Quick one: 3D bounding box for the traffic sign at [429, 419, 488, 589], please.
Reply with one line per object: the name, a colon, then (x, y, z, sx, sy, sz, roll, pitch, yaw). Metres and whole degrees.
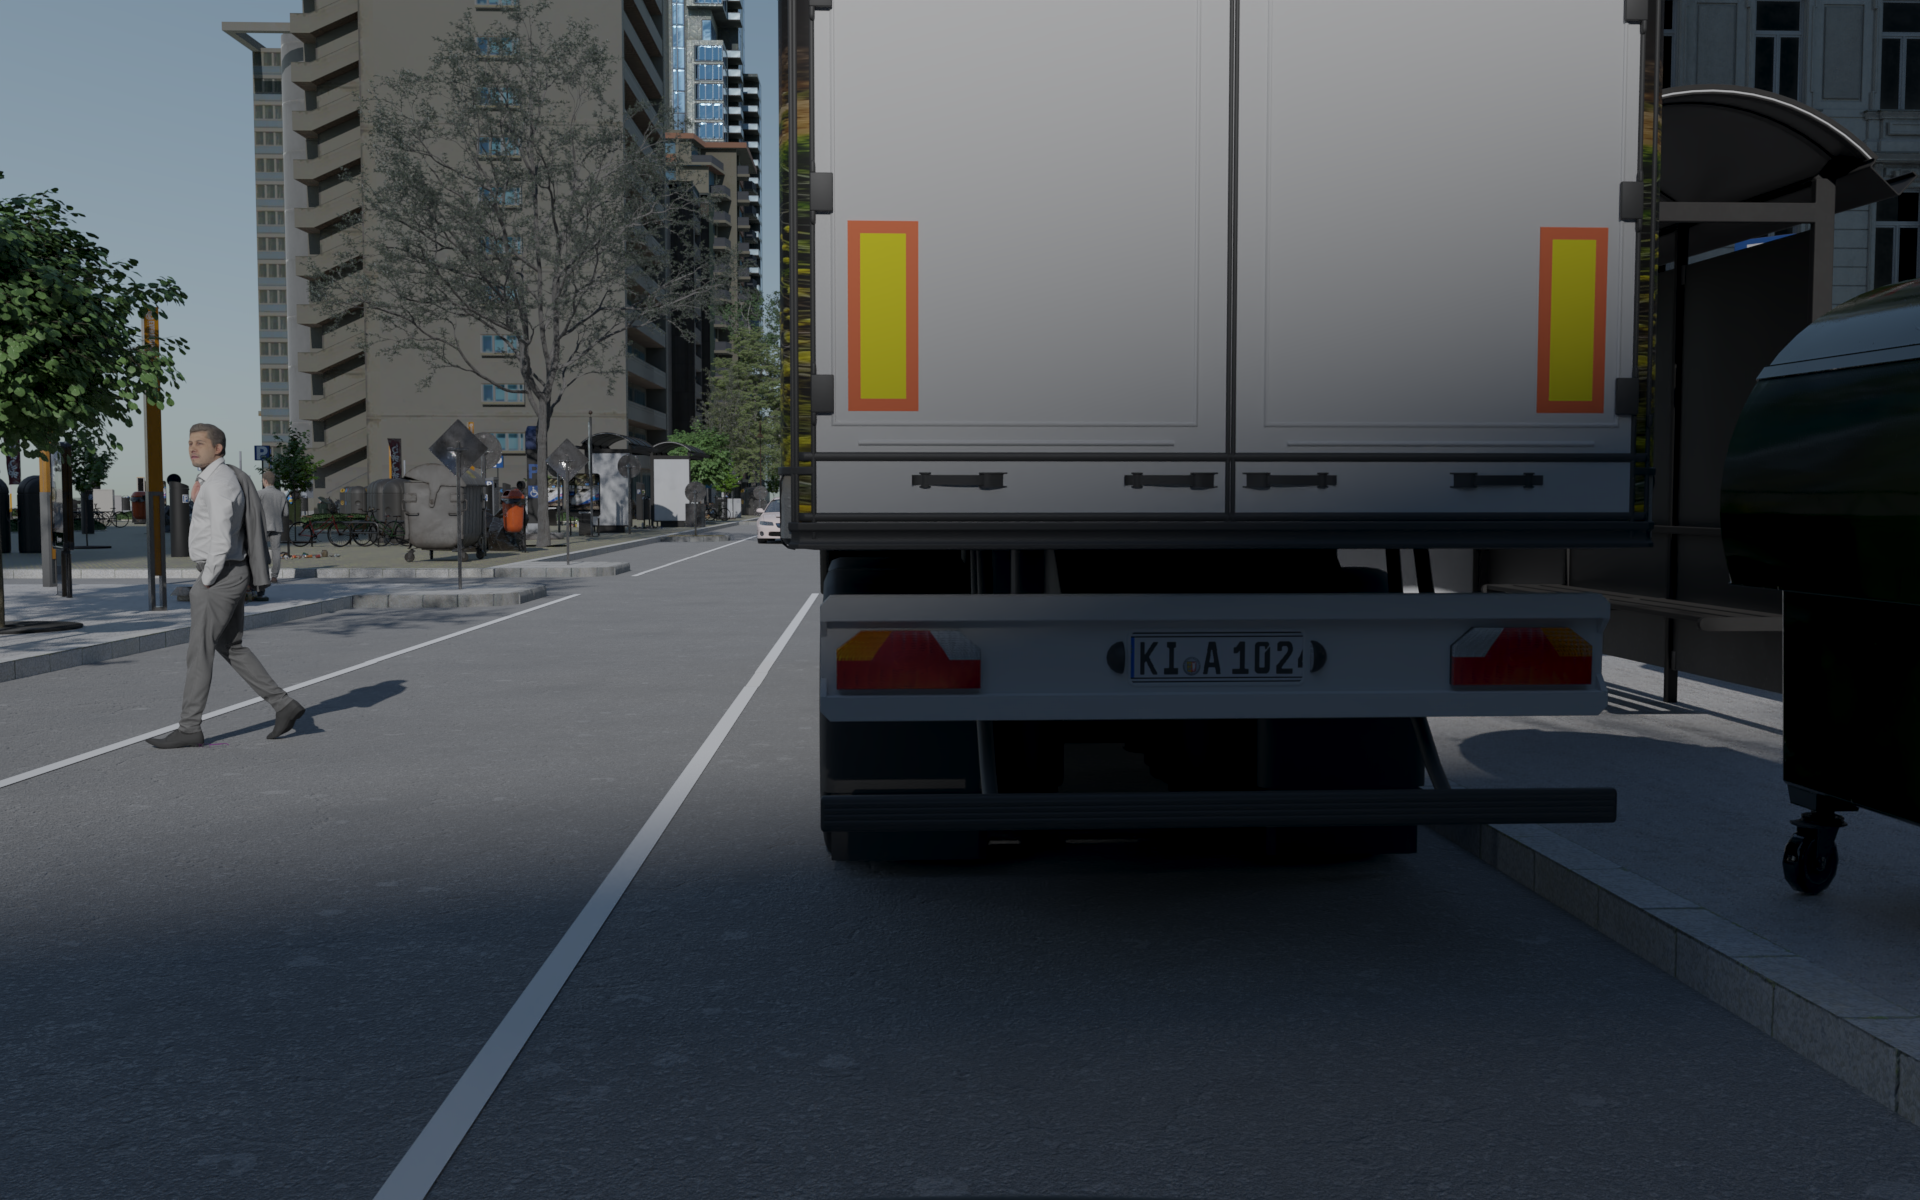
traffic sign: (-6.735, -1.201, 23.286, 0.795, 2.450, 0.064, 0, 4, -2)

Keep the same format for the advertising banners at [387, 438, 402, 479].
advertising banners: (-17.287, -3.594, 54.952, 0.090, 3.025, 2.074, 2, 4, 34)

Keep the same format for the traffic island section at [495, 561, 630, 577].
traffic island section: (-7.107, -0.553, 31.324, 2.009, 0.180, 2.903, 0, 4, -2)

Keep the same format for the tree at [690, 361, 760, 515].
tree: (-13.232, -8.940, 96.539, 4.360, 8.622, 3.978, 0, 3, 0)

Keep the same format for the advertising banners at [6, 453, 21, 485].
advertising banners: (-26.981, -3.333, 50.681, 2.074, 3.025, 0.090, 0, 4, 5)

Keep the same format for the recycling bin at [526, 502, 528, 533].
recycling bin: (-14.184, -2.671, 56.225, 0.722, 1.027, 0.722, 0, 4, 6)

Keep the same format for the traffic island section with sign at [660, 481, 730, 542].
traffic island section with sign: (-8.073, -2.715, 53.011, 1.989, 1.847, 2.006, 0, 4, -2)

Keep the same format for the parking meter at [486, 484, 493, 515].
parking meter: (-11.956, -2.153, 43.617, 0.372, 1.533, 0.369, 0, 3, 0)

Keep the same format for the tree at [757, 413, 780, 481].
tree: (-16.833, -16.208, 182.015, 9.611, 12.733, 9.660, 0, 3, 0)

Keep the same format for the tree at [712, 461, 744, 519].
tree: (-11.978, -5.724, 88.196, 1.663, 3.219, 1.824, 0, 3, 0)

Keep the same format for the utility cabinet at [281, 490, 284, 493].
utility cabinet: (-38.832, -5.543, 99.311, 1.173, 1.500, 0.318, 2, 4, 24)

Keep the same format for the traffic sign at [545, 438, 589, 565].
traffic sign: (-7.084, -1.689, 31.263, 0.795, 2.450, 0.064, 0, 4, -2)

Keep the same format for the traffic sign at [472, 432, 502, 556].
traffic sign: (-9.836, -2.181, 35.757, 0.768, 2.556, 0.104, 0, 4, -2)

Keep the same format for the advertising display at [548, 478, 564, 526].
advertising display: (-16.486, -3.961, 69.984, 0.974, 1.923, 0.123, 1, 4, 9)

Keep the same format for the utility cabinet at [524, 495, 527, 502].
utility cabinet: (-23.447, -5.138, 95.175, 1.020, 1.237, 0.306, -1, 4, -9)

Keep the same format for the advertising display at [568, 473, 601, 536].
advertising display: (-11.594, -2.952, 53.474, 0.974, 1.923, 0.123, -1, 4, -12)

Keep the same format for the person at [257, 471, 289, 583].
person: (-11.236, -1.184, 28.058, 0.583, 1.804, 0.606, 3, 4, 36)

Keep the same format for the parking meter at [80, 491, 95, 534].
parking meter: (-28.108, -2.898, 55.786, 0.372, 1.533, 0.369, 0, 3, 0)

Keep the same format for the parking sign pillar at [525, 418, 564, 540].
parking sign pillar: (-11.969, -3.705, 49.046, 1.447, 3.967, 1.447, 0, 4, -6)

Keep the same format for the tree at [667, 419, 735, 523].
tree: (-11.409, -5.652, 76.128, 4.285, 4.588, 4.351, 0, 3, 0)

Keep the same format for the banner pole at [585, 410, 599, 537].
banner pole: (-11.122, -3.797, 52.104, 0.401, 3.779, 0.863, -1, 4, -19)

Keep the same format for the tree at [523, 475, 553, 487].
tree: (-23.450, -6.217, 96.255, 1.663, 3.219, 1.824, 0, 3, 0)

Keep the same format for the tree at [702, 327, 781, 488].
tree: (-13.912, -12.226, 118.016, 7.486, 12.596, 7.792, 0, 3, 0)

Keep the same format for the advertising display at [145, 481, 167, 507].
advertising display: (-38.557, -4.759, 83.017, 0.974, 1.923, 0.123, -3, 5, -41)

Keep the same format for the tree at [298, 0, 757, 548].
tree: (-10.162, -8.042, 41.851, 12.009, 13.543, 11.850, 0, 3, 0)

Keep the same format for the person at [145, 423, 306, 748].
person: (-4.219, -0.081, 9.918, 0.850, 1.850, 0.679, -1, 4, -22)

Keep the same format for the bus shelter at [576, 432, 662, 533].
bus shelter: (-11.706, -4.013, 59.536, 2.014, 3.302, 5.546, 0, 4, -3)

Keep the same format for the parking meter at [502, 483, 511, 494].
parking meter: (-23.580, -5.164, 90.135, 0.255, 1.863, 0.399, 3, 5, 40)

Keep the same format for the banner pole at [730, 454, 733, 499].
banner pole: (-14.081, -7.109, 106.253, 0.401, 3.779, 0.863, -2, 4, -28)

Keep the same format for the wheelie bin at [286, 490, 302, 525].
wheelie bin: (-27.433, -3.873, 71.227, 0.693, 1.594, 0.980, -2, 4, -29)

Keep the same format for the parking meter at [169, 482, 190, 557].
parking meter: (-15.912, -1.646, 35.328, 0.372, 1.533, 0.369, 0, 3, 0)

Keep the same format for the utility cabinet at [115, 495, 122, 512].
utility cabinet: (-45.535, -5.000, 92.914, 1.020, 1.237, 0.306, -2, 4, -28)

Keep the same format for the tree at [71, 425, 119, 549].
tree: (-20.729, -2.822, 40.741, 1.663, 3.219, 1.824, 0, 3, 0)

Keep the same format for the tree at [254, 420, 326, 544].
tree: (-17.468, -3.108, 45.422, 1.663, 3.219, 1.824, 0, 3, 0)

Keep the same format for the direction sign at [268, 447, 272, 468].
direction sign: (-33.165, -5.586, 83.320, 0.379, 3.537, 0.876, -2, 4, -30)

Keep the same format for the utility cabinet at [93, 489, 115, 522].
utility cabinet: (-39.577, -4.347, 79.745, 1.173, 1.500, 0.318, -1, 4, -8)

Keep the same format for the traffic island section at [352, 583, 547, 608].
traffic island section: (-6.758, -0.065, 23.346, 2.009, 0.180, 2.903, 0, 4, -2)

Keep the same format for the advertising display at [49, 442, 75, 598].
advertising display: (-11.236, -1.007, 21.677, 0.123, 1.923, 0.974, -2, 4, -35)

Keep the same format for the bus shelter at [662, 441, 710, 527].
bus shelter: (-11.282, -4.612, 69.334, 2.014, 3.302, 5.546, 0, 4, -2)

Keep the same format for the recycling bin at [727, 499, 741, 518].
recycling bin: (-12.295, -4.969, 93.803, 0.722, 1.027, 0.722, -2, 4, -24)

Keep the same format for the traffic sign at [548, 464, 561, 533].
traffic sign: (-12.275, -3.234, 52.983, 0.768, 2.556, 0.104, 0, 4, 7)

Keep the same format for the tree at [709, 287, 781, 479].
tree: (-13.639, -17.388, 140.181, 12.611, 20.169, 13.585, 0, 3, 0)

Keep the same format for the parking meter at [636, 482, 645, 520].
parking meter: (-15.688, -4.857, 85.118, 0.399, 1.863, 0.255, 2, 4, 30)

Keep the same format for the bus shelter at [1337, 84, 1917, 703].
bus shelter: (3.603, -1.066, 11.349, 2.014, 3.302, 5.546, 0, 4, -2)

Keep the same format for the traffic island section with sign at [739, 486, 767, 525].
traffic island section with sign: (-9.300, -4.435, 81.136, 1.989, 1.847, 2.006, 0, 4, -2)

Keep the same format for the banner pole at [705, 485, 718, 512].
banner pole: (-12.778, -6.086, 89.519, 0.863, 3.779, 0.401, 0, 4, 7)

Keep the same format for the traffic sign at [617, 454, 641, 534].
traffic sign: (-10.583, -3.382, 55.398, 0.768, 2.556, 0.104, 0, 4, 4)

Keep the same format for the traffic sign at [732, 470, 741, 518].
traffic sign: (-11.735, -5.473, 89.484, 0.884, 2.594, 0.081, 0, 4, 6)

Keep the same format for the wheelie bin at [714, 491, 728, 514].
wheelie bin: (-13.992, -5.731, 101.609, 0.980, 1.594, 0.693, 1, 4, 16)

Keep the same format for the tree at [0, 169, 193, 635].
tree: (-9.181, -1.992, 16.291, 4.285, 4.588, 4.351, 0, 3, 0)

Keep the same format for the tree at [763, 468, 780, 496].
tree: (-14.137, -8.344, 131.018, 1.663, 3.219, 1.824, 0, 3, 0)
